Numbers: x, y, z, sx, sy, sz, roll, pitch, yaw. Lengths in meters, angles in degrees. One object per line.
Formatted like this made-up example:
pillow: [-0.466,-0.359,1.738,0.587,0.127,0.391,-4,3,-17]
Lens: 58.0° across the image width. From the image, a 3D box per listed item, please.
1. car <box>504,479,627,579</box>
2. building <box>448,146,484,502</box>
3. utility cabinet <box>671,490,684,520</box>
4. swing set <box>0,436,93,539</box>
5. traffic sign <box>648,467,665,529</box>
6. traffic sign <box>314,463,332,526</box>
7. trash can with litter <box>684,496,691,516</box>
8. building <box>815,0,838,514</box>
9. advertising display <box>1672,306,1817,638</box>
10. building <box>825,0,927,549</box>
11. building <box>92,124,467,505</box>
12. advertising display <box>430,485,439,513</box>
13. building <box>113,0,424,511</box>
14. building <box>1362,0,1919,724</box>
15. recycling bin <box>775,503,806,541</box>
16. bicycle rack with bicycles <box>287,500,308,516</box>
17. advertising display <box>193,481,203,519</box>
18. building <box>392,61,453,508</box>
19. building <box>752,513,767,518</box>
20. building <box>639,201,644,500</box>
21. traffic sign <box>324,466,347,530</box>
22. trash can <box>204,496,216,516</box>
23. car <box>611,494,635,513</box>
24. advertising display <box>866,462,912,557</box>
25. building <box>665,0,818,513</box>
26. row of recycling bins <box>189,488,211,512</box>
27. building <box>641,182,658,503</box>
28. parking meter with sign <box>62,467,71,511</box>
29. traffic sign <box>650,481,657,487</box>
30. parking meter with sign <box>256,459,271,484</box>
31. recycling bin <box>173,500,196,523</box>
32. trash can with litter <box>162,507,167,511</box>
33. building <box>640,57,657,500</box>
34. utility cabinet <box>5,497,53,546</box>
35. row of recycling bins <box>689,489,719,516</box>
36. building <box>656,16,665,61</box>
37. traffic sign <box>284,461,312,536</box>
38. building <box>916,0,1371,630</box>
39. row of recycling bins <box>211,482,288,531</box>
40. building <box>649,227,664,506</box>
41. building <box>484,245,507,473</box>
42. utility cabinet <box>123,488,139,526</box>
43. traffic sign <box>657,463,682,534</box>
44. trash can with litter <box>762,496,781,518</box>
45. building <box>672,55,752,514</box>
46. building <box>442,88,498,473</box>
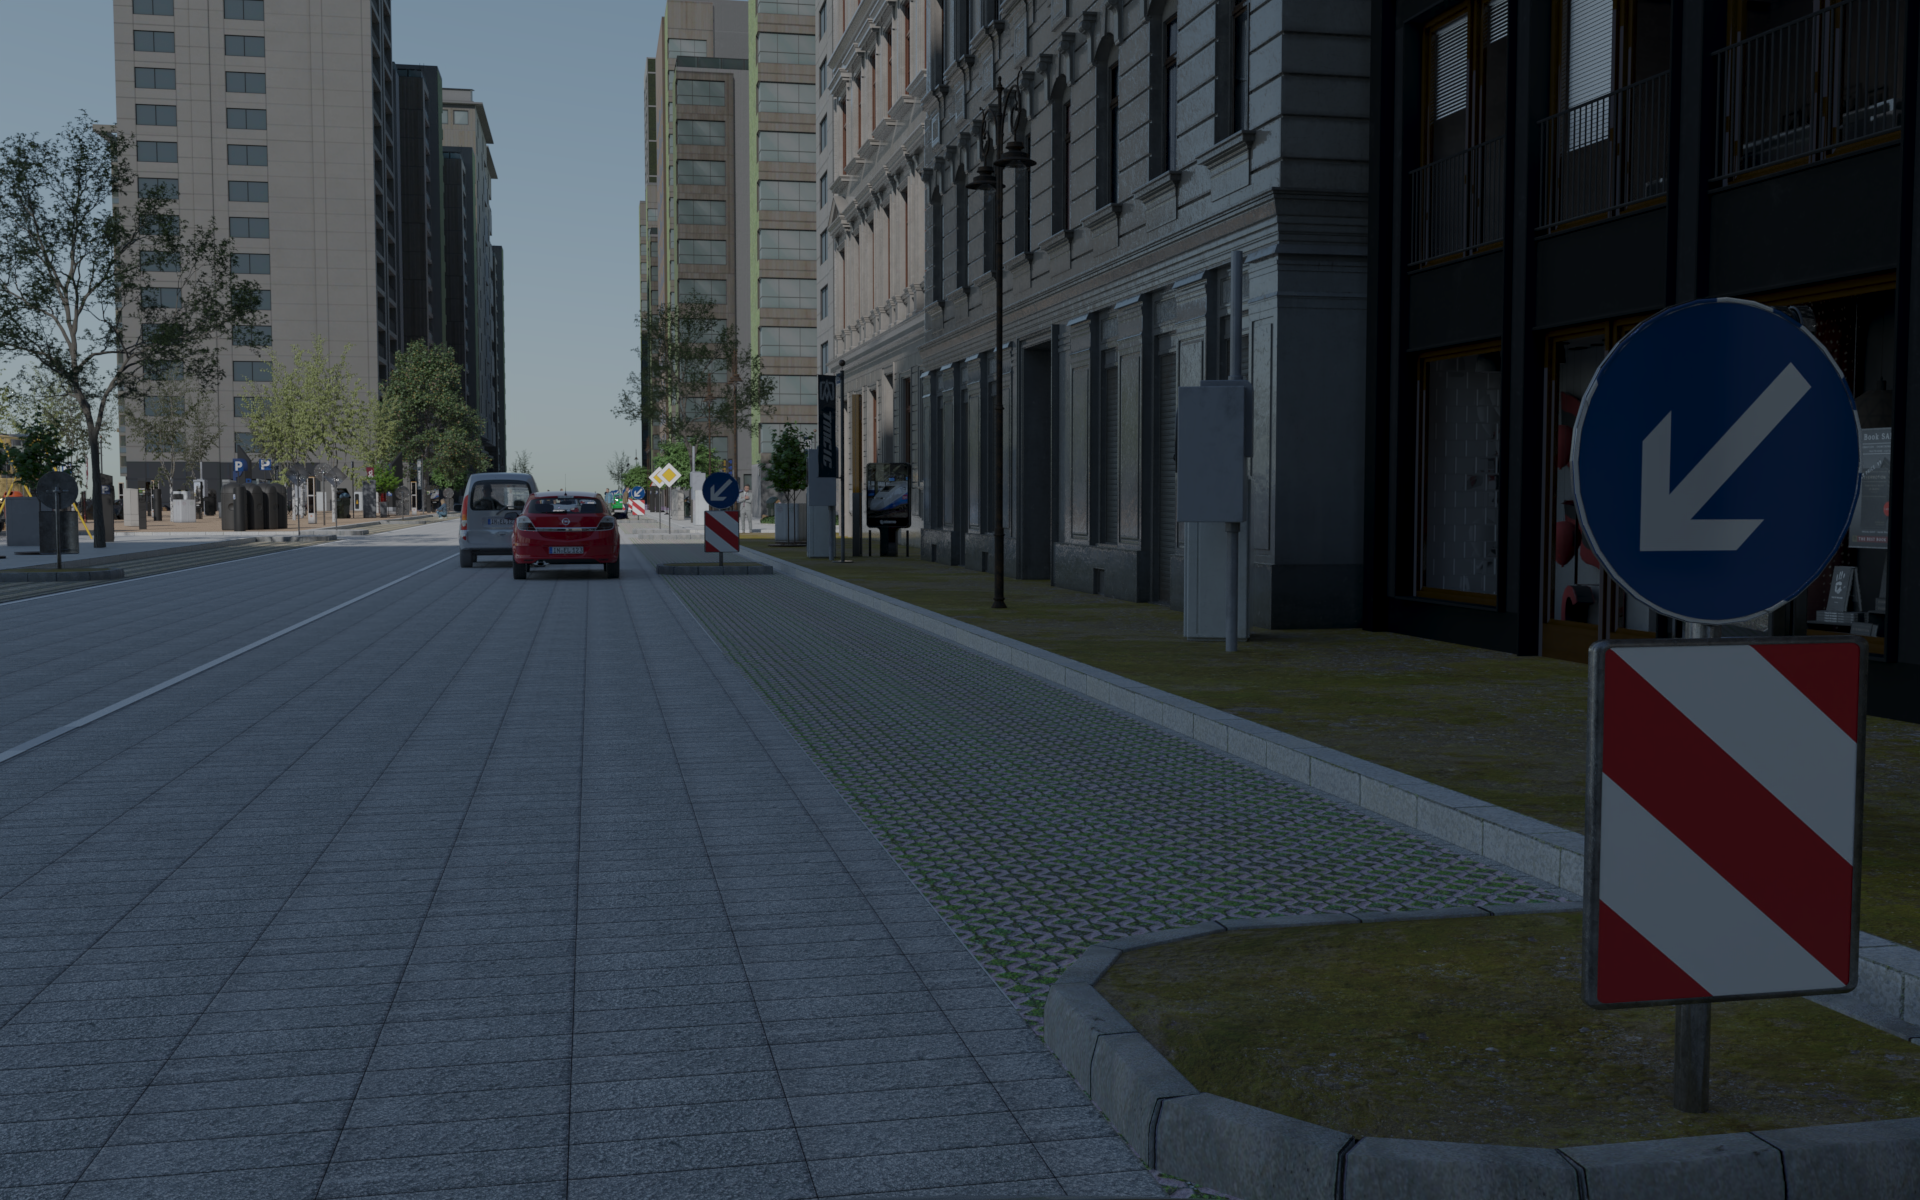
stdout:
car: [-6.979,-1.325,30.697,2.155,1.783,4.494,-1,4,-13]
building: [-62.501,-31.399,196.962,14.154,41.232,14.086,-1,4,-12]
utility cabinet: [-13.841,-4.667,84.986,0.318,1.500,1.173,-2,4,-25]
swing set: [-25.943,-3.059,47.632,2.862,2.851,3.119,0,4,-8]
traffic sign: [-10.977,-3.650,63.318,0.795,2.450,0.064,-1,4,-12]
traffic sign: [-25.932,-4.311,70.591,0.768,2.556,0.104,0,4,-5]
trash can with litter: [-15.803,-5.315,98.287,1.055,1.170,0.624,0,4,-2]
building: [4.862,-39.116,77.801,20.611,71.187,20.563,-1,4,-12]
advertising display: [2.853,-0.071,6.370,0.123,1.923,0.974,0,4,3]
building: [3.078,-12.773,44.993,11.583,22.565,21.152,-1,4,-12]
building: [-67.490,-29.641,176.509,32.217,40.220,23.993,-1,4,-12]
advertising display: [-36.512,-7.034,120.225,0.123,1.923,0.974,1,4,22]
building: [-54.893,-42.952,140.518,20.563,71.187,20.611,-1,4,-12]
building: [11.444,-10.977,9.151,12.332,23.373,15.834,-1,4,-12]
recycling bin: [-4.646,-2.151,47.723,0.722,1.027,0.722,1,4,17]
bicycle rack with bicycles: [-39.101,-5.338,100.662,2.852,0.926,2.925,-2,4,-32]
advertising display: [-38.782,-5.076,88.199,0.123,1.923,0.974,-3,5,-43]
building: [-55.115,-29.090,159.223,14.154,41.232,14.086,-1,4,-12]
building: [-5.025,-25.344,97.963,14.154,41.232,14.086,-1,4,-12]
building: [-38.003,-34.300,244.398,14.154,41.232,14.086,-1,4,-12]
traffic sign: [-21.980,-3.509,61.008,0.795,2.450,0.064,-1,4,-12]
trash can: [-44.236,-5.536,102.165,0.748,1.137,0.748,0,3,0]
car: [-26.096,-7.660,134.034,1.959,1.807,4.718,-1,4,-12]
advertising display: [-1.457,-1.847,35.406,0.974,1.923,0.123,1,4,23]
building: [-17.984,-28.403,147.984,14.154,41.232,14.086,-1,4,-12]
row of recycling bins: [-54.991,-7.266,125.915,1.069,1.692,3.534,0,4,-1]
building: [-34.554,-33.466,230.756,14.154,41.232,14.086,-1,4,-12]
parking meter with sign: [-51.576,-6.327,99.699,0.543,3.016,1.738,-1,4,-13]
traffic sign: [-21.552,-7.513,122.847,0.884,2.594,0.081,0,4,-5]
parking meter with sign: [-35.060,-5.555,87.081,0.543,3.016,1.738,-2,4,-31]
recycling bin: [-34.825,-3.990,77.785,0.722,1.027,0.722,3,5,40]
trash can with litter: [-59.934,-7.247,129.874,1.055,1.170,0.624,-1,4,-18]
building: [-43.167,-51.770,284.694,20.563,71.187,20.611,-1,4,-12]
utility cabinet: [-23.070,-1.943,42.937,1.020,1.237,0.306,-2,4,-33]
row of recycling bins: [-15.310,-5.961,104.575,1.069,1.692,3.534,1,4,17]
building: [-21.010,-31.322,162.219,14.600,45.320,14.200,-1,4,-12]
traffic sign: [-20.320,-3.031,53.197,0.795,2.450,0.064,-1,4,-12]
building: [5.665,-10.780,25.397,9.793,20.994,18.267,-1,4,-12]
row of recycling bins: [-25.367,-3.383,62.431,1.069,1.692,3.534,1,4,8]
building: [-26.988,-25.605,190.337,14.160,30.474,14.107,-1,4,-12]
building: [-79.969,-36.221,275.809,14.154,41.232,14.086,-1,4,-12]
utility cabinet: [-32.778,-3.659,68.504,0.318,1.500,1.173,-3,4,-37]
traffic sign: [-9.316,-3.172,55.507,0.795,2.450,0.064,-1,4,-12]
trash can with litter: [-8.884,-4.270,81.196,0.624,1.170,1.055,2,4,26]
building: [-12.651,-21.255,119.223,14.160,30.474,14.107,-1,4,-12]
building: [-76.190,-39.006,226.990,28.713,52.752,27.495,-1,4,-12]
